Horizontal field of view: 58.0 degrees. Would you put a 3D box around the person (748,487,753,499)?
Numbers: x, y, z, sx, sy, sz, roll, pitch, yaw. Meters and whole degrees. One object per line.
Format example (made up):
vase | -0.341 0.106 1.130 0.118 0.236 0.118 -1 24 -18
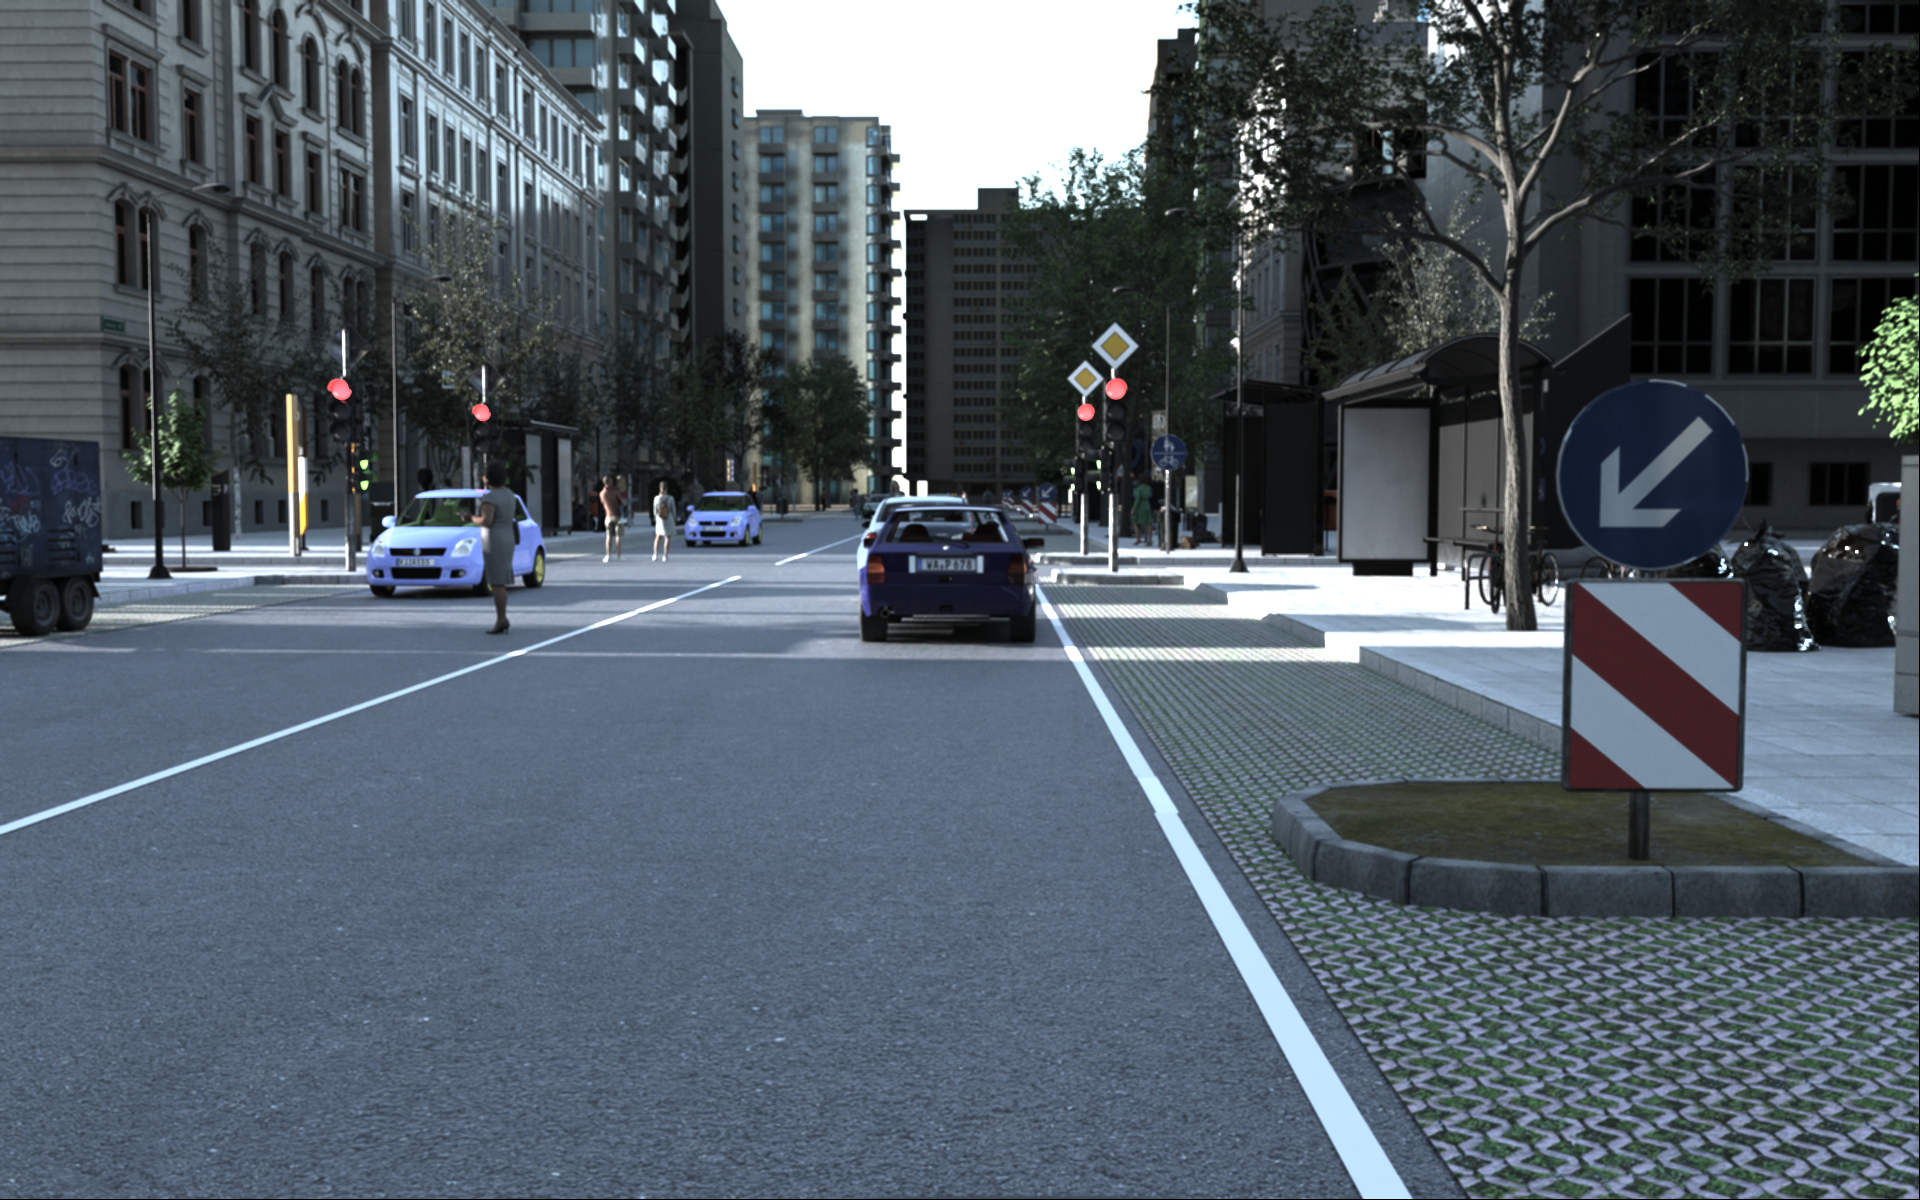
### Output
person | -14.659 -7.071 121.793 1.348 1.807 0.705 -2 4 -29

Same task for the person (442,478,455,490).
person | -15.341 -2.774 51.965 0.480 1.755 0.524 -2 4 -31

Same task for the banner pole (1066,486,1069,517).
banner pole | 5.956 -6.482 96.001 0.401 3.779 0.863 -1 4 -11

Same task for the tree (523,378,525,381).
tree | -19.801 -7.304 69.781 4.737 8.622 4.395 0 3 0

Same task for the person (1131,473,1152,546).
person | 4.519 -2.233 42.804 0.529 1.795 0.600 3 5 43

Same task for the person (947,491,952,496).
person | -1.087 -9.278 161.128 0.756 1.711 0.436 0 4 -7

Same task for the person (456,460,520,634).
person | -4.806 -0.549 17.829 0.532 1.782 0.716 1 4 13

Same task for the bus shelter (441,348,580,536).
bus shelter | -13.111 -4.440 50.233 2.179 5.291 8.768 0 4 1

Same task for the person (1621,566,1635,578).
person | 6.632 -0.341 16.631 0.505 1.210 0.382 -1 4 -17

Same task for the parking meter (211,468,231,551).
parking meter | -16.673 -2.040 39.059 0.255 1.863 0.399 0 4 3

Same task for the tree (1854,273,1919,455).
tree | 12.907 -2.303 21.371 4.285 4.588 4.351 0 3 0

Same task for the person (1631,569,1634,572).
person | 11.302 -1.352 28.699 0.519 1.759 0.362 -2 4 -25

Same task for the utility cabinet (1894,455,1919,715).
utility cabinet | 5.778 -0.051 9.512 0.318 1.500 1.173 -1 4 -23

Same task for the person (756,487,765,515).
person | -12.426 -6.166 107.702 0.563 1.720 0.643 1 4 13

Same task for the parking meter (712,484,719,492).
parking meter | -14.729 -6.029 104.291 0.399 1.863 0.255 -1 4 -18

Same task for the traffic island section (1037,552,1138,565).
traffic island section | 2.647 -0.869 36.485 2.009 0.180 2.903 0 4 1

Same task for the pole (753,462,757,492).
pole | -13.238 -7.216 111.822 0.158 3.312 0.155 0 3 0

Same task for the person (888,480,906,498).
person | -1.598 -2.179 44.302 0.537 1.800 0.526 0 4 -7

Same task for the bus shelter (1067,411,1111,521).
bus shelter | 6.186 -6.343 81.342 2.179 5.291 8.768 0 4 1

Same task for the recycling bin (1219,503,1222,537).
recycling bin | 8.032 -2.348 50.951 0.722 1.027 0.722 1 4 20

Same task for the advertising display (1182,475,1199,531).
advertising display | 8.041 -3.378 60.442 0.123 1.923 0.974 3 4 36

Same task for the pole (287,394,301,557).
pole | -13.683 -2.553 35.580 0.158 3.312 0.155 0 3 0

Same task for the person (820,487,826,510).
person | -10.744 -7.950 136.028 0.705 1.823 1.348 1 4 13

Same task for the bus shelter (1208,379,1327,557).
bus shelter | 6.759 -2.892 38.565 1.731 3.624 6.357 0 4 1

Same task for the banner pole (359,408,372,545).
banner pole | -15.177 -3.308 44.110 0.401 3.779 0.863 1 4 11

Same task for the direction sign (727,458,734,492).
direction sign | -14.626 -7.243 110.414 0.379 3.537 0.876 -2 4 -34

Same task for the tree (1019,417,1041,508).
tree | 7.411 -12.929 161.748 4.737 8.622 4.395 0 3 0

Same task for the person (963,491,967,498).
person | 0.469 -10.369 178.699 0.621 1.740 0.551 -2 4 -29

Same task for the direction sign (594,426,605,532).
direction sign | -12.089 -4.031 57.901 0.379 3.537 0.876 -1 4 -16

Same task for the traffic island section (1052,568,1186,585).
traffic island section | 2.551 -0.380 28.500 2.009 0.180 2.903 0 4 1

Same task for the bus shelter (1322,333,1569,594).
bus shelter | 6.667 -1.875 24.573 2.014 3.302 5.546 0 4 1

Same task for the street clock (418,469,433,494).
street clock | -15.191 -2.733 49.248 0.471 2.002 0.358 3 5 43

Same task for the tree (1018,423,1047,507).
tree | 7.644 -13.216 166.437 4.360 8.622 3.978 0 3 0

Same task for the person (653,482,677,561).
person | -6.354 -1.695 37.211 0.512 1.701 0.522 0 4 -5

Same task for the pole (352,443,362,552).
pole | -13.406 -2.724 38.386 0.158 3.312 0.155 0 3 0

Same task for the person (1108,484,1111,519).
person | 7.536 -4.970 87.635 0.374 1.781 0.599 -3 5 -40

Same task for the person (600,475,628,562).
person | -7.323 -1.737 36.874 0.580 1.828 0.573 -2 4 -32

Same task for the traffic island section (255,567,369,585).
traffic island section | -10.089 -0.390 28.656 2.009 0.180 2.903 0 4 1

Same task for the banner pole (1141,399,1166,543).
banner pole | 5.084 -3.392 45.479 0.863 3.779 0.401 3 5 43

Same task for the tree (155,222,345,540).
tree | -19.825 -5.969 47.962 4.360 8.622 3.978 0 3 0

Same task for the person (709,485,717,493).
person | -14.237 -5.721 99.768 0.466 1.800 0.511 0 4 -2

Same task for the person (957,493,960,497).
person | -0.055 -5.702 104.331 0.523 1.515 0.503 -2 4 -31

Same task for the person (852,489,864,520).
person | -5.572 -5.199 94.345 0.643 1.720 0.563 1 4 13

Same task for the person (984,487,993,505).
person | 1.625 -5.502 98.565 0.679 1.850 0.850 3 5 40

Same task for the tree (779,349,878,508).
tree | -11.839 -15.135 154.113 9.857 13.997 8.962 0 3 0
